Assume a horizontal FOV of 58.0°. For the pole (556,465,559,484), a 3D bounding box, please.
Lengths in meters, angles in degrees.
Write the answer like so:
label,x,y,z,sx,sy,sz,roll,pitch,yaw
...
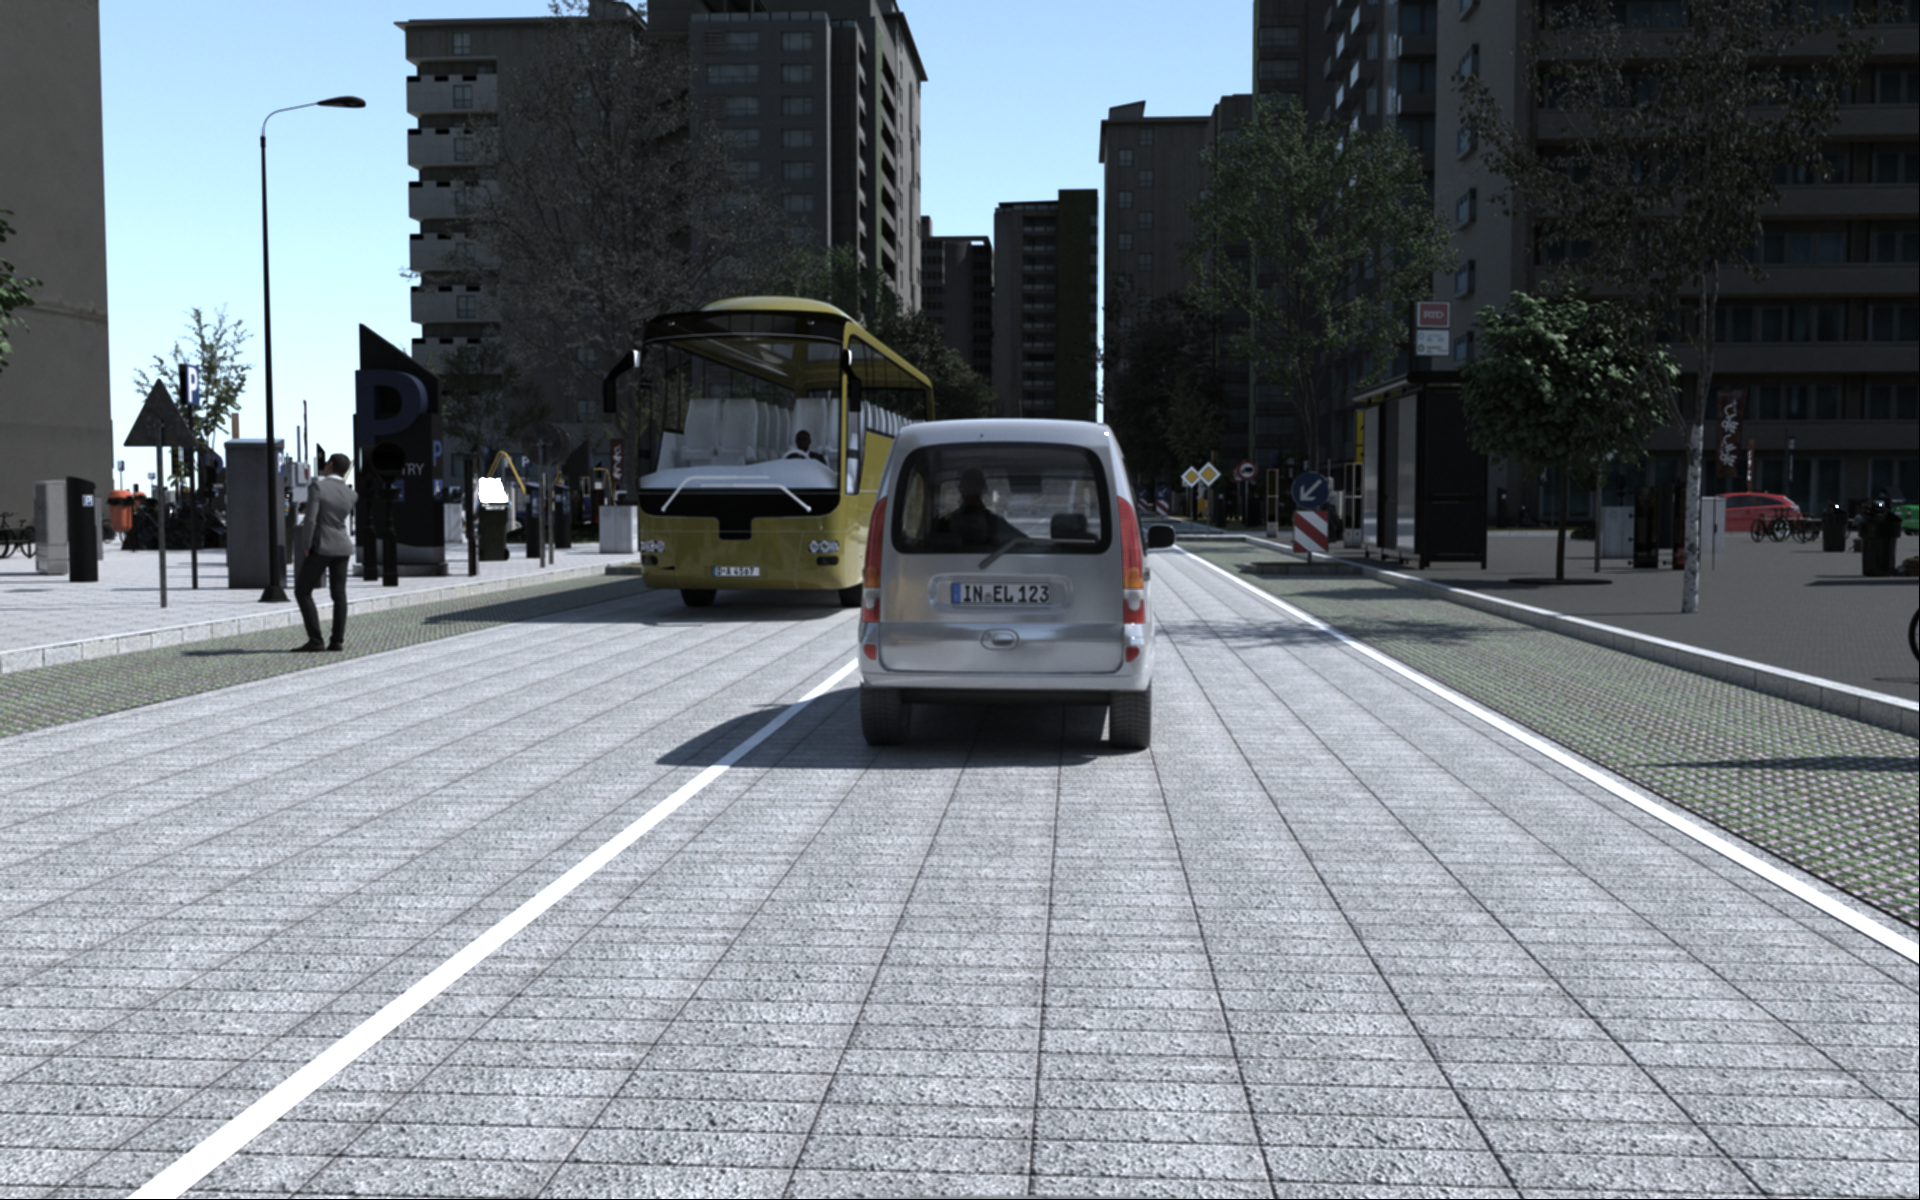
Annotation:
label,x,y,z,sx,sy,sz,roll,pitch,yaw
pole,-26.512,-7.361,114.189,0.158,3.312,0.155,0,3,0

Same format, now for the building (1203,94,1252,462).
label,x,y,z,sx,sy,sz,roll,pitch,yaw
building,34.899,-33.311,194.744,14.600,45.320,14.200,0,4,4

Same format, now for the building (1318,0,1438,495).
label,x,y,z,sx,sy,sz,roll,pitch,yaw
building,37.134,-30.509,118.436,23.786,49.044,30.456,0,4,4

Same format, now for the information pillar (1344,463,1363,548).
label,x,y,z,sx,sy,sz,roll,pitch,yaw
information pillar,9.318,-2.235,41.038,0.304,2.012,0.304,-2,4,-34

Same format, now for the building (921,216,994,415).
label,x,y,z,sx,sy,sz,roll,pitch,yaw
building,-6.935,-33.810,244.670,23.993,40.220,32.217,0,4,4

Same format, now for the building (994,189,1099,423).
label,x,y,z,sx,sy,sz,roll,pitch,yaw
building,11.641,-33.706,234.682,14.086,41.232,14.154,0,4,4

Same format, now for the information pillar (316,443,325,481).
label,x,y,z,sx,sy,sz,roll,pitch,yaw
information pillar,-29.188,-5.370,79.148,0.183,3.616,0.504,1,4,21

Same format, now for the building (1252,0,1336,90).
label,x,y,z,sx,sy,sz,roll,pitch,yaw
building,30.869,-28.083,142.745,14.154,41.232,14.086,0,4,4

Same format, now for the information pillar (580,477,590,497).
label,x,y,z,sx,sy,sz,roll,pitch,yaw
information pillar,-16.051,-4.260,74.135,0.304,2.012,0.304,-3,4,-36

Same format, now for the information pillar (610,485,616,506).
label,x,y,z,sx,sy,sz,roll,pitch,yaw
information pillar,-21.862,-6.398,109.093,0.304,2.012,0.304,0,4,2

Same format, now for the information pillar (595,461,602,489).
label,x,y,z,sx,sy,sz,roll,pitch,yaw
information pillar,-25.163,-7.903,120.571,0.504,3.616,0.183,-2,4,-33

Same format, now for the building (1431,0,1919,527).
label,x,y,z,sx,sy,sz,roll,pitch,yaw
building,32.621,-27.685,76.348,21.600,48.544,21.300,0,4,4

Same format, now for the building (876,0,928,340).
label,x,y,z,sx,sy,sz,roll,pitch,yaw
building,-18.427,-36.830,191.409,27.495,52.752,28.713,0,4,4

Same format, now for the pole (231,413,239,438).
label,x,y,z,sx,sy,sz,roll,pitch,yaw
pole,-18.203,-3.042,43.580,0.158,3.312,0.155,0,3,0

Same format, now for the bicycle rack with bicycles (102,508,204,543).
label,x,y,z,sx,sy,sz,roll,pitch,yaw
bicycle rack with bicycles,-21.752,-1.925,44.863,2.852,0.926,2.925,0,4,4

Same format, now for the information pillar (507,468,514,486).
label,x,y,z,sx,sy,sz,roll,pitch,yaw
information pillar,-27.763,-7.076,107.040,0.504,3.616,0.183,2,4,23

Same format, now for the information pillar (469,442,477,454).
label,x,y,z,sx,sy,sz,roll,pitch,yaw
information pillar,-21.858,-5.291,77.866,0.183,3.616,0.504,2,4,24

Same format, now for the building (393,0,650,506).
label,x,y,z,sx,sy,sz,roll,pitch,yaw
building,-45.850,-36.951,193.391,27.495,52.752,28.713,0,4,4

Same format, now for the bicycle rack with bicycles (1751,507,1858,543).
label,x,y,z,sx,sy,sz,roll,pitch,yaw
bicycle rack with bicycles,22.406,-2.005,46.162,2.925,0.926,2.852,-1,4,-12

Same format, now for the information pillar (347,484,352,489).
label,x,y,z,sx,sy,sz,roll,pitch,yaw
information pillar,-45.191,-7.574,128.324,0.304,2.012,0.304,-2,4,-33

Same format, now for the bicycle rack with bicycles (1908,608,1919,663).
label,x,y,z,sx,sy,sz,roll,pitch,yaw
bicycle rack with bicycles,8.440,0.083,12.033,2.925,0.926,2.852,3,4,38

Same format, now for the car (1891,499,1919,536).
label,x,y,z,sx,sy,sz,roll,pitch,yaw
car,32.489,-2.868,55.688,4.718,1.807,1.959,0,4,5

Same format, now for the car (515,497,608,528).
label,x,y,z,sx,sy,sz,roll,pitch,yaw
car,-13.623,-2.812,58.549,3.894,1.354,1.945,0,4,3

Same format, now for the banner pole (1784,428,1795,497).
label,x,y,z,sx,sy,sz,roll,pitch,yaw
banner pole,31.575,-4.646,65.987,0.863,3.779,0.401,-3,4,-37

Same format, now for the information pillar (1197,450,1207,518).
label,x,y,z,sx,sy,sz,roll,pitch,yaw
information pillar,12.892,-6.172,92.274,0.504,3.616,0.183,2,4,24

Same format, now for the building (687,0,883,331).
label,x,y,z,sx,sy,sz,roll,pitch,yaw
building,-14.168,-28.188,144.470,14.154,41.232,14.086,0,4,4

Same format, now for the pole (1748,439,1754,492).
label,x,y,z,sx,sy,sz,roll,pitch,yaw
pole,29.335,-4.308,64.283,0.158,3.312,0.155,0,3,0

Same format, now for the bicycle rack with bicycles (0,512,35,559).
label,x,y,z,sx,sy,sz,roll,pitch,yaw
bicycle rack with bicycles,-19.517,-1.269,34.137,2.852,0.926,2.925,2,4,25

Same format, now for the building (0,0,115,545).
label,x,y,z,sx,sy,sz,roll,pitch,yaw
building,-34.994,-25.302,37.387,21.600,48.544,21.300,0,4,4

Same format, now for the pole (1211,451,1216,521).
label,x,y,z,sx,sy,sz,roll,pitch,yaw
pole,11.881,-5.344,81.222,0.158,3.312,0.155,0,3,0

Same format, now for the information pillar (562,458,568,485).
label,x,y,z,sx,sy,sz,roll,pitch,yaw
information pillar,-22.516,-6.579,98.929,0.504,3.616,0.183,0,4,-8

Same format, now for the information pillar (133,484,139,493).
label,x,y,z,sx,sy,sz,roll,pitch,yaw
information pillar,-58.586,-7.258,123.152,0.304,2.012,0.304,-3,5,-40

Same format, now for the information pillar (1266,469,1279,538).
label,x,y,z,sx,sy,sz,roll,pitch,yaw
information pillar,9.221,-2.851,51.108,0.304,2.012,0.304,1,4,17

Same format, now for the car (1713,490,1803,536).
label,x,y,z,sx,sy,sz,roll,pitch,yaw
car,25.105,-2.914,56.680,4.494,1.783,2.155,0,4,6

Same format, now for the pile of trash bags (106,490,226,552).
label,x,y,z,sx,sy,sz,roll,pitch,yaw
pile of trash bags,-18.366,-1.834,39.741,1.912,1.369,3.447,0,4,7

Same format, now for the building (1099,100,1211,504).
label,x,y,z,sx,sy,sz,roll,pitch,yaw
building,33.048,-39.798,239.938,27.495,52.752,28.713,0,4,4

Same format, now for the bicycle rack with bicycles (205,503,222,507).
label,x,y,z,sx,sy,sz,roll,pitch,yaw
bicycle rack with bicycles,-30.842,-3.721,74.228,2.925,0.926,2.852,1,4,12

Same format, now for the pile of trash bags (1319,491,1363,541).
label,x,y,z,sx,sy,sz,roll,pitch,yaw
pile of trash bags,11.012,-2.404,49.055,1.912,1.369,3.447,1,4,23

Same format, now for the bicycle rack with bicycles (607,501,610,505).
label,x,y,z,sx,sy,sz,roll,pitch,yaw
bicycle rack with bicycles,-26.663,-7.395,134.284,2.925,0.926,2.852,3,4,36

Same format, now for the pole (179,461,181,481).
label,x,y,z,sx,sy,sz,roll,pitch,yaw
pole,-48.716,-7.002,108.319,0.158,3.312,0.155,0,3,0

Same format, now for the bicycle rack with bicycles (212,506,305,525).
label,x,y,z,sx,sy,sz,roll,pitch,yaw
bicycle rack with bicycles,-16.518,-1.830,43.300,2.852,0.926,2.925,1,4,10

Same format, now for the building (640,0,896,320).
label,x,y,z,sx,sy,sz,roll,pitch,yaw
building,-17.663,-32.944,162.337,21.300,48.544,21.600,0,4,4

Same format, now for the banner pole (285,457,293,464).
label,x,y,z,sx,sy,sz,roll,pitch,yaw
banner pole,-39.928,-6.890,102.664,0.863,3.779,0.401,0,4,0

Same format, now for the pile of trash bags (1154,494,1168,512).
label,x,y,z,sx,sy,sz,roll,pitch,yaw
pile of trash bags,15.557,-7.102,125.869,3.447,1.369,1.912,3,5,43

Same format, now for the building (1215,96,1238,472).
label,x,y,z,sx,sy,sz,roll,pitch,yaw
building,33.643,-30.410,180.805,14.154,41.232,14.086,0,4,4

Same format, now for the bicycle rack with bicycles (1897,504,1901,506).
label,x,y,z,sx,sy,sz,roll,pitch,yaw
bicycle rack with bicycles,57.875,-5.544,104.019,2.925,0.926,2.852,-2,4,-31

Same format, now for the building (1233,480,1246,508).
label,x,y,z,sx,sy,sz,roll,pitch,yaw
building,42.168,-28.705,161.204,32.217,40.220,23.993,0,4,4

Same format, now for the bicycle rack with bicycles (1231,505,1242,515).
label,x,y,z,sx,sy,sz,roll,pitch,yaw
bicycle rack with bicycles,16.951,-5.833,108.748,2.925,0.926,2.852,0,4,-7
